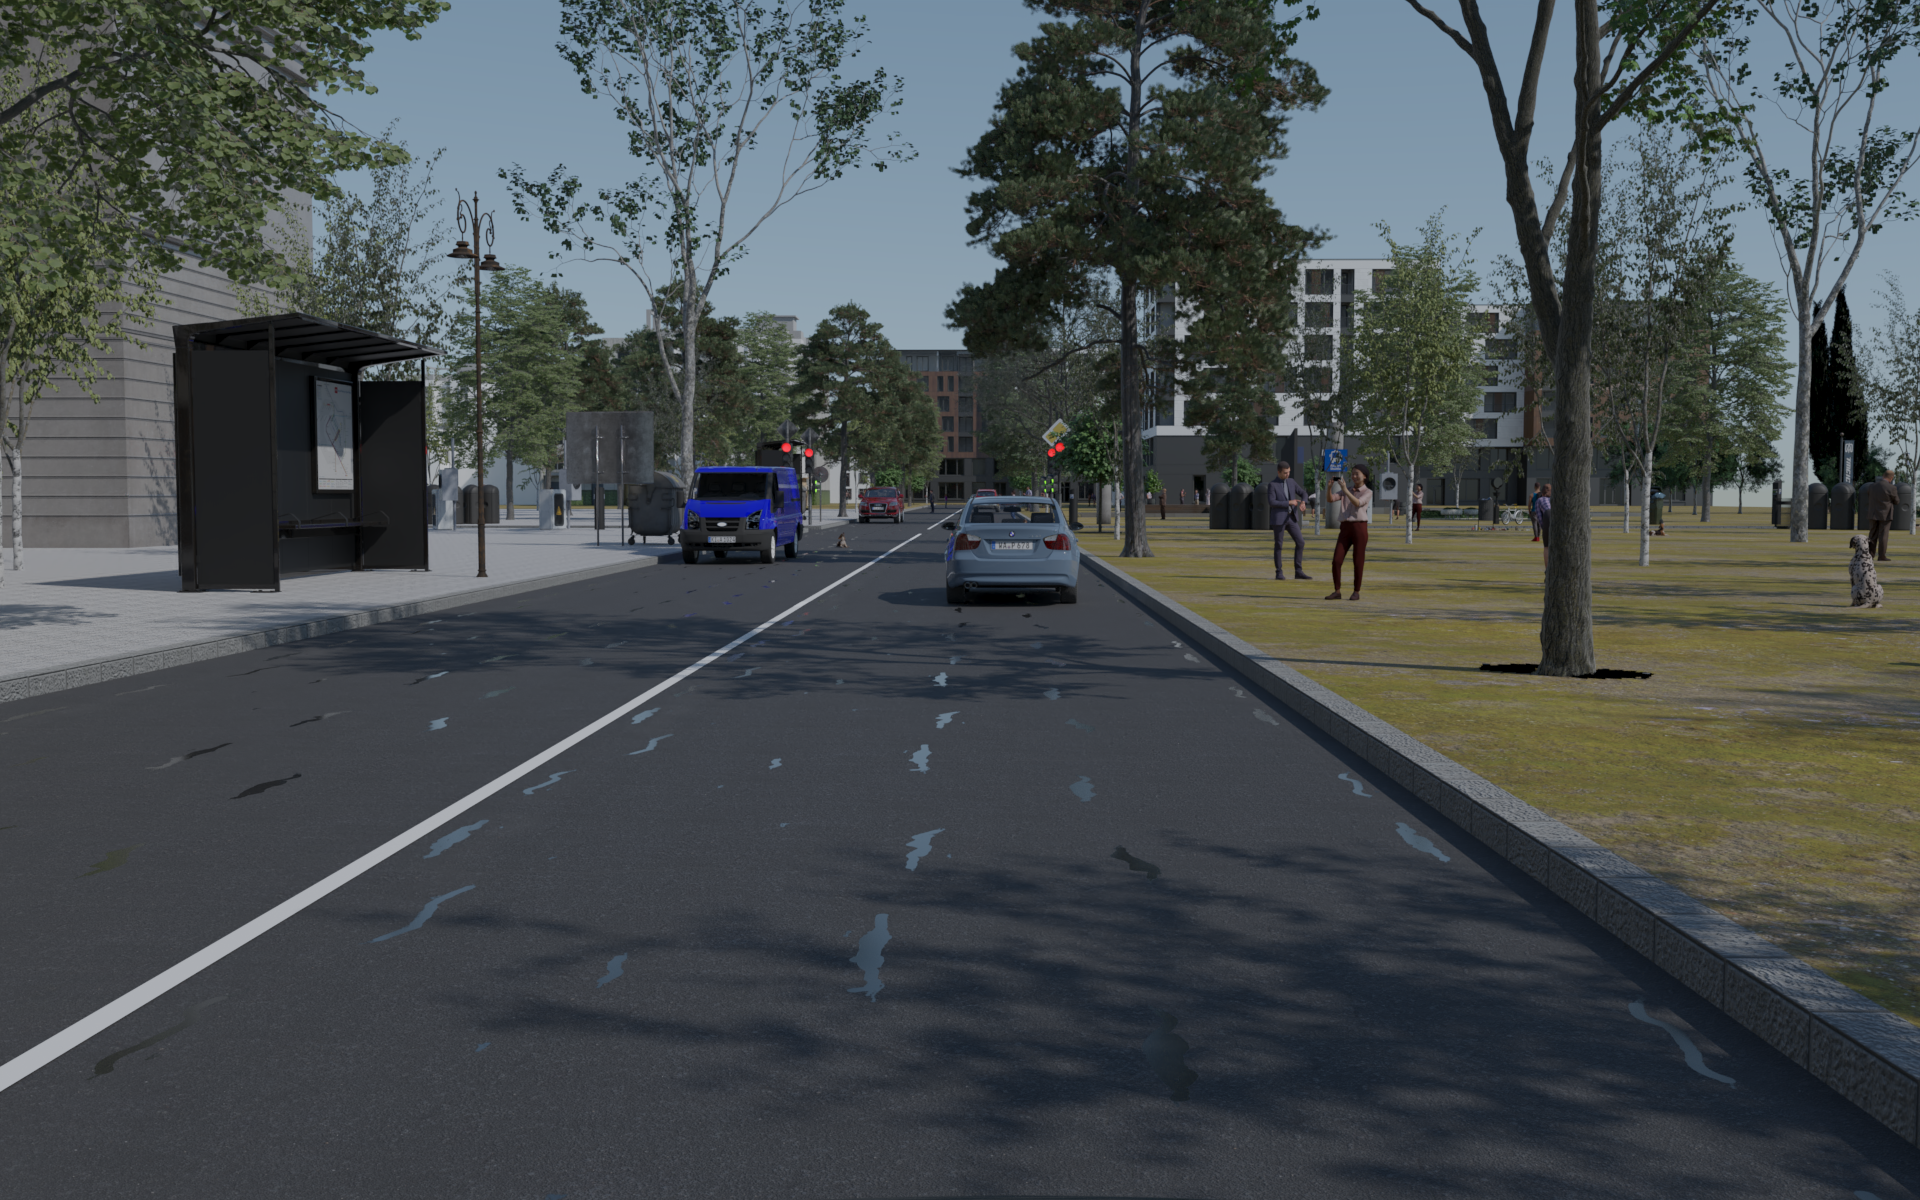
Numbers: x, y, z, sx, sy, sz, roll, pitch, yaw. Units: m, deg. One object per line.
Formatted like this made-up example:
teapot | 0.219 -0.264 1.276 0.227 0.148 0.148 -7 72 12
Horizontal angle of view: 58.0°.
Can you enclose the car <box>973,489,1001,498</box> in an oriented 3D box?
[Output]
car | 2.114 -7.814 136.432 2.281 1.827 5.304 0 4 2

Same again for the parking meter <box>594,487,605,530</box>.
parking meter | -12.961 -3.293 62.256 0.372 1.533 0.369 0 3 0

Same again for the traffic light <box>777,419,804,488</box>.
traffic light | -6.324 -4.554 63.700 0.839 4.213 0.868 0 4 1

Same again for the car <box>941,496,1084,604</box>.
car | 0.725 -0.732 23.971 2.014 1.417 4.499 0 4 2

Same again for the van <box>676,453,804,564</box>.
van | -4.676 -2.018 37.375 2.240 2.365 5.245 0 4 3

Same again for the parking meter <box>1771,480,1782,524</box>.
parking meter | 34.518 -4.128 73.198 0.399 1.863 0.255 -3 5 -39

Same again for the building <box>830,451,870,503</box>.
building | -24.892 -18.584 245.995 28.070 9.664 9.099 0 4 1

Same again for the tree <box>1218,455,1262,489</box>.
tree | 22.351 -9.491 138.887 4.285 4.588 4.351 0 3 0

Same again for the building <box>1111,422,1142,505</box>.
building | 21.948 -15.636 197.793 9.099 9.664 28.070 0 4 1

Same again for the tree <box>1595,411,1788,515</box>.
tree | 47.792 -9.244 114.041 11.467 7.101 20.602 0 4 -5

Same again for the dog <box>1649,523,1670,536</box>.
dog | 21.375 -2.171 53.227 0.748 0.427 0.550 3 4 36

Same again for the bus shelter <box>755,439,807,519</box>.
bus shelter | -7.802 -5.220 76.633 1.731 3.624 6.357 0 4 1

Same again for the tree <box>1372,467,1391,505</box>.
tree | 30.405 -7.934 124.320 1.663 3.219 1.824 0 3 0

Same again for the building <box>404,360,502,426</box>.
building | -72.627 -24.062 249.839 11.380 20.091 16.016 0 4 1

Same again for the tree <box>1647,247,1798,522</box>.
tree | 34.770 -9.880 79.657 7.486 12.596 7.792 0 3 0

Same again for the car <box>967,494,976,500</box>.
car | 1.732 -9.213 162.433 2.131 1.459 4.920 0 4 1

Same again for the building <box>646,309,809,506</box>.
building | -23.956 -19.863 181.186 16.016 20.091 11.380 0 4 1

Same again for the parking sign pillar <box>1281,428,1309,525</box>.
parking sign pillar | 13.670 -5.068 71.335 1.447 3.967 1.447 -1 4 -14

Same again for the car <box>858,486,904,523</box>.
car | -3.901 -4.748 86.306 2.281 1.827 5.304 0 4 1

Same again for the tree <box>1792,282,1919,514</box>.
tree | 60.485 -12.937 113.333 13.155 14.587 18.604 0 4 -3

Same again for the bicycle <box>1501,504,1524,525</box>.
bicycle | 23.154 -3.627 72.516 1.543 0.972 0.635 -3 4 -37

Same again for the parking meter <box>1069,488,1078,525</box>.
parking meter | 4.687 -3.866 71.626 0.372 1.533 0.369 0 3 0

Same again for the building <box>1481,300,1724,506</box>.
building | 64.480 -21.587 196.925 32.646 21.610 27.936 0 4 1

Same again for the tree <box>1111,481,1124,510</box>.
tree | 12.768 -8.783 138.195 1.663 3.219 1.824 0 3 0

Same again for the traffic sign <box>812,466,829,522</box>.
traffic sign | -6.411 -4.859 79.547 0.768 2.556 0.104 0 4 1

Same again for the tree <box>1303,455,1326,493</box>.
tree | 29.724 -9.851 144.771 4.285 4.588 4.351 0 3 0

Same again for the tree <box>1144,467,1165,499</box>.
tree | 15.362 -8.720 137.170 1.663 3.219 1.824 0 3 0

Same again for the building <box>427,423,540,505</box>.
building | -61.544 -16.352 209.499 28.070 9.664 9.099 0 4 1

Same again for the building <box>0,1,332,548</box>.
building | -31.173 -12.520 46.506 24.055 21.916 13.314 0 4 1

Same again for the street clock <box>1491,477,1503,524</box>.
street clock | 22.887 -4.238 73.864 0.471 2.002 0.358 -1 4 -16

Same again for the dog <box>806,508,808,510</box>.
dog | -12.047 -7.259 136.425 0.748 0.427 0.550 3 4 37

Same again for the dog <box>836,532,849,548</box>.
dog | -3.104 -1.614 46.577 0.550 0.427 0.748 2 4 28

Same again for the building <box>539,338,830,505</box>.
building | -31.841 -20.663 204.294 31.486 18.905 16.747 0 4 1

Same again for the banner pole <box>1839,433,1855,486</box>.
banner pole | 36.284 -4.953 71.004 0.863 3.779 0.401 -1 4 -17

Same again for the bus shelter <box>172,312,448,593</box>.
bus shelter | -9.340 -2.095 25.536 1.731 3.624 6.357 0 4 1

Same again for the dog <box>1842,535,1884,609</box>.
dog | 10.160 -0.320 19.606 0.800 0.831 0.513 -3 4 -37

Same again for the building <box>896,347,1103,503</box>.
building | 5.620 -25.141 255.031 32.646 21.610 27.936 0 4 1

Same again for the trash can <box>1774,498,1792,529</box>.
trash can | 30.360 -3.191 63.825 0.748 1.137 0.748 0 3 0

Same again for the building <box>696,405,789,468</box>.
building | -20.490 -13.424 161.623 9.099 9.664 28.070 0 4 1

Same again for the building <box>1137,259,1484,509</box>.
building | 31.331 -19.748 166.861 27.936 21.610 32.646 0 4 1

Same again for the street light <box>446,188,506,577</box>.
street light | -7.379 -3.289 26.567 0.468 5.910 1.993 0 4 1

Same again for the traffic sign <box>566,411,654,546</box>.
traffic sign | -8.632 -2.985 42.683 2.265 3.308 0.079 1 4 10
